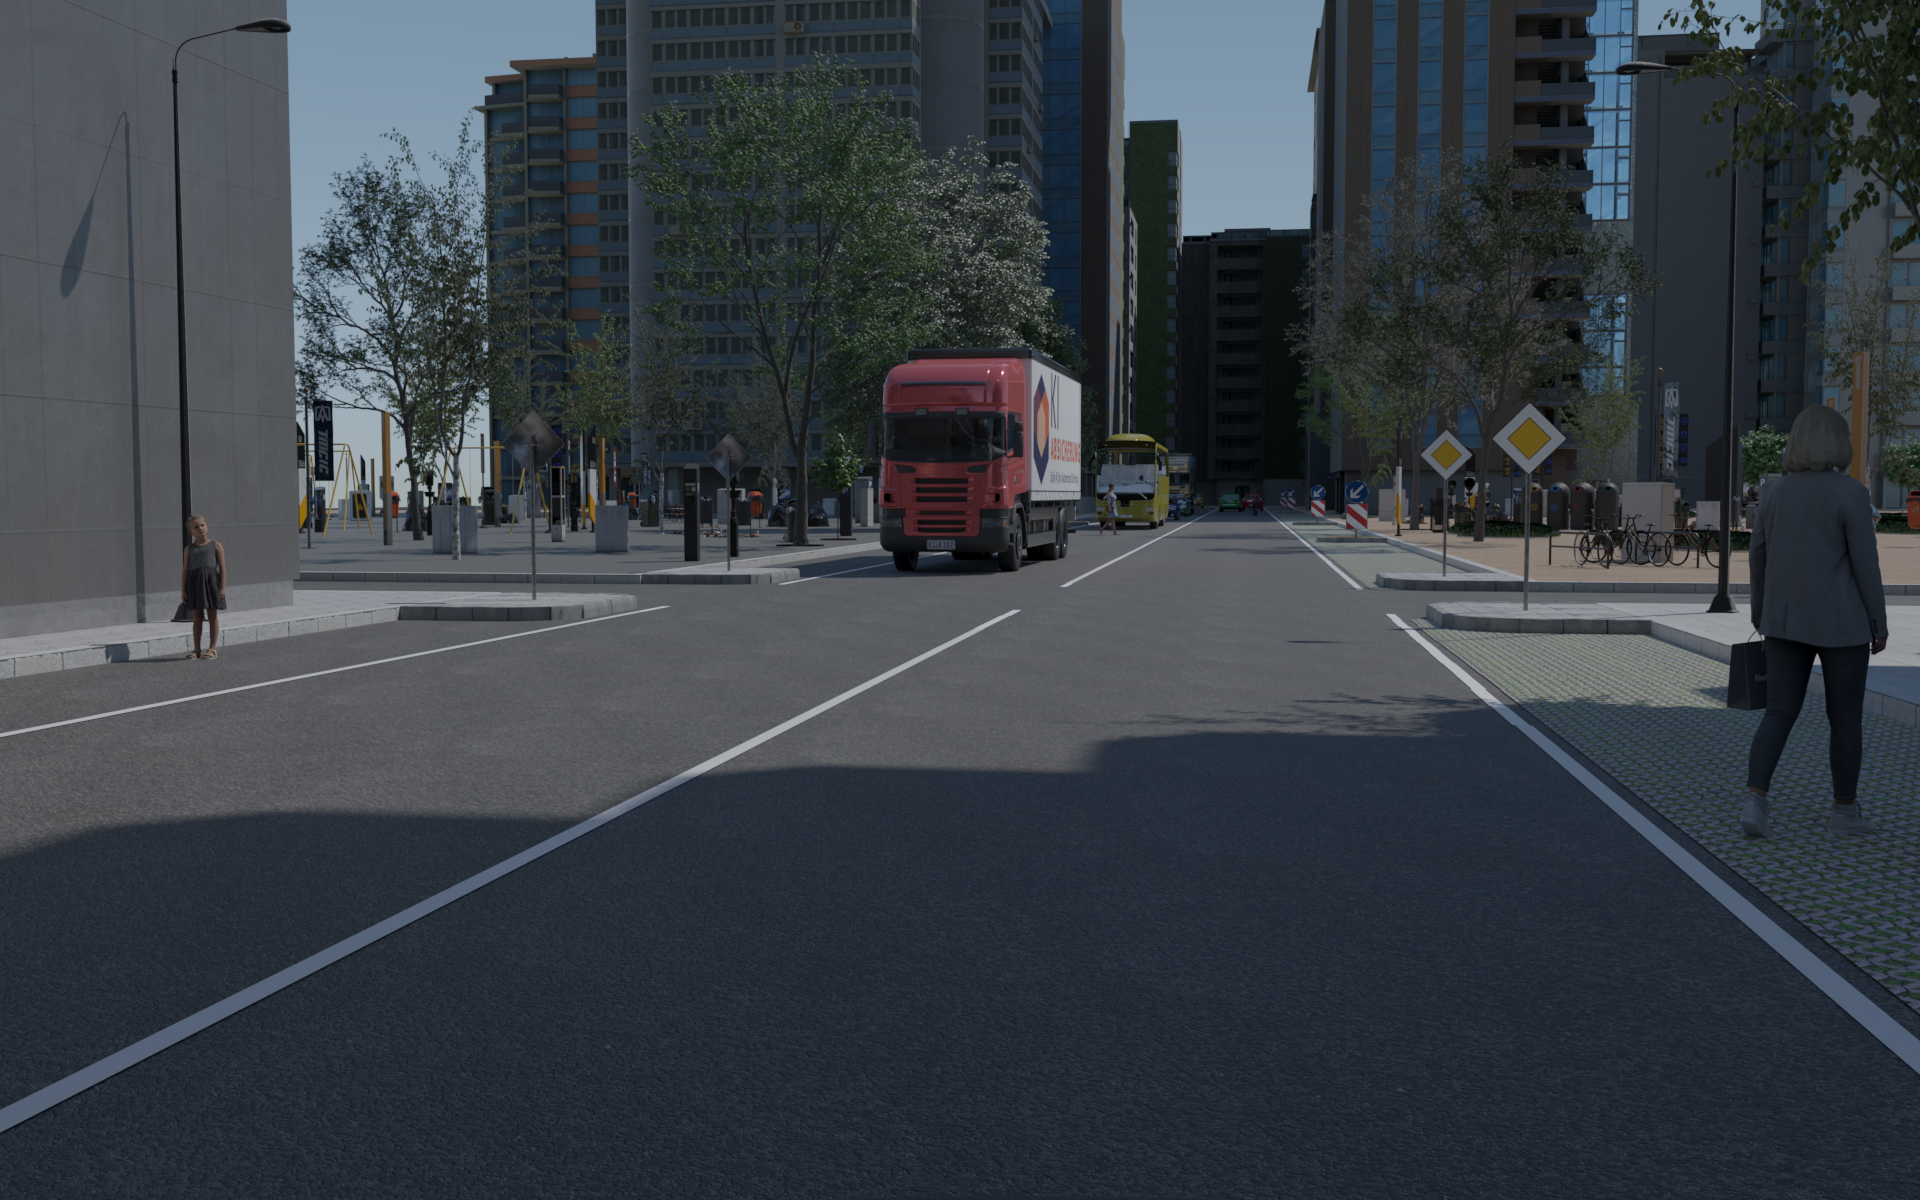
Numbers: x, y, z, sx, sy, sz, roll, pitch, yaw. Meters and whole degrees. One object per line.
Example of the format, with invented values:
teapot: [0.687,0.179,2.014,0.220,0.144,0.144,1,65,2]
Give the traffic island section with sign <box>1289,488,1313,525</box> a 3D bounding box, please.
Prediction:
traffic island section with sign: [16.286,-4.334,79.492,1.989,1.847,2.006,1,4,9]

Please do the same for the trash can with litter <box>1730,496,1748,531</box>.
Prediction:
trash can with litter: [25.964,-2.845,57.575,1.678,1.210,2.233,2,4,35]

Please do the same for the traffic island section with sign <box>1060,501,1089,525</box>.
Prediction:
traffic island section with sign: [4.943,-4.365,79.998,1.989,1.847,2.006,1,4,9]

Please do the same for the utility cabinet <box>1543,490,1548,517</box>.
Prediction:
utility cabinet: [32.052,-5.191,93.559,1.173,1.500,0.318,2,4,34]

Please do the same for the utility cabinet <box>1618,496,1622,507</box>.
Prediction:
utility cabinet: [28.723,-3.943,75.636,1.020,1.237,0.306,3,4,39]

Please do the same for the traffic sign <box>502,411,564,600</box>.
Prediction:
traffic sign: [-5.156,-1.057,20.922,0.795,2.450,0.064,1,4,9]

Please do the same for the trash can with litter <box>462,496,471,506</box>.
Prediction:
trash can with litter: [-25.968,-4.805,89.621,2.233,1.210,1.678,-2,4,-34]

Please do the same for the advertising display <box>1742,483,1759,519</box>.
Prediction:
advertising display: [40.600,-5.113,88.818,0.974,1.923,0.123,0,4,7]

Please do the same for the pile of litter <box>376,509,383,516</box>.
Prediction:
pile of litter: [-33.526,-5.308,100.754,1.176,0.858,1.719,-3,5,-44]

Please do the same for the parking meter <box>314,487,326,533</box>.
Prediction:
parking meter: [-21.403,-3.028,57.912,0.372,1.533,0.369,0,3,0]

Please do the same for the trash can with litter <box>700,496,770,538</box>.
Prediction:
trash can with litter: [-6.847,-2.476,51.532,2.233,1.210,1.678,0,4,3]

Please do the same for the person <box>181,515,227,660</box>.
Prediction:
person: [-6.572,-0.115,15.055,0.362,1.253,0.373,0,4,-4]

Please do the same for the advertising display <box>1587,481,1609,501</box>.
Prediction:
advertising display: [30.335,-4.721,82.408,0.974,1.923,0.123,0,4,7]

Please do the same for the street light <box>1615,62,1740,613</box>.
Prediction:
street light: [7.750,-2.824,18.720,1.470,5.913,1.316,1,4,9]

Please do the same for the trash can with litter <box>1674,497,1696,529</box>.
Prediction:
trash can with litter: [26.835,-3.214,63.928,1.055,1.170,0.624,0,4,-4]

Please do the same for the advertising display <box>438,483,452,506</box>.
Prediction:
advertising display: [-28.746,-5.597,96.730,0.123,1.923,0.974,2,4,31]

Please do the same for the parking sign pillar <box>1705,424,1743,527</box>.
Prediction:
parking sign pillar: [29.817,-4.840,67.612,1.447,3.967,1.447,-3,4,-37]

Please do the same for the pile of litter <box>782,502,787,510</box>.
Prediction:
pile of litter: [-9.580,-4.830,92.941,1.176,0.858,1.719,3,4,38]

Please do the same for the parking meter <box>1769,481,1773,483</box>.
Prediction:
parking meter: [15.862,-1.539,33.577,0.372,1.533,0.369,0,3,0]

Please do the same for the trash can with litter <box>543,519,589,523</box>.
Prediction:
trash can with litter: [-17.823,-4.113,78.298,2.233,1.210,1.678,1,4,15]

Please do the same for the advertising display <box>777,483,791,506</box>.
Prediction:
advertising display: [-10.746,-6.111,105.126,0.974,1.923,0.123,-2,4,-27]

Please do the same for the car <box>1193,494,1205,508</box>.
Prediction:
car: [23.943,-10.153,176.225,2.015,1.641,3.980,1,4,10]

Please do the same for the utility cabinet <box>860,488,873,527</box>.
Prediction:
utility cabinet: [-3.665,-3.622,67.893,0.318,1.500,1.173,0,4,7]

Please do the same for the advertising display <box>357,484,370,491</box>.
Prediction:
advertising display: [-38.011,-6.435,110.429,0.974,1.923,0.123,2,4,28]

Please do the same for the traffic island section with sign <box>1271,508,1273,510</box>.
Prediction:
traffic island section with sign: [28.717,-8.916,154.404,1.989,1.847,2.006,1,4,9]

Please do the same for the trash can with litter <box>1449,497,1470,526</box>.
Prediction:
trash can with litter: [17.920,-3.144,62.795,1.055,1.170,0.624,1,4,14]

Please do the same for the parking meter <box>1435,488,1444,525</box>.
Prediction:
parking meter: [19.868,-3.873,71.729,0.372,1.533,0.369,0,3,0]

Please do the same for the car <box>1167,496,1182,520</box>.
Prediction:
car: [11.255,-5.078,95.604,1.945,1.354,3.894,1,4,8]

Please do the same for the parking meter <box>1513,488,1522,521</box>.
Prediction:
parking meter: [23.332,-3.916,72.443,0.372,1.533,0.369,0,3,0]

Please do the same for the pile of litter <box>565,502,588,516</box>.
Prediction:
pile of litter: [-22.753,-5.393,102.134,1.719,0.858,1.176,0,4,-5]

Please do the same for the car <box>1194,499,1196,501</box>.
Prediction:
car: [17.605,-7.630,137.113,2.083,1.381,4.827,1,4,9]

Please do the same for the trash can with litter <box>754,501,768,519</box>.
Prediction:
trash can with litter: [-10.092,-4.734,88.785,1.055,1.170,0.624,1,4,12]

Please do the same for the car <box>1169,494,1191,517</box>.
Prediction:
car: [13.750,-6.050,110.722,2.131,1.459,4.920,1,4,11]

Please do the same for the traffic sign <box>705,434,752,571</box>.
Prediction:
traffic sign: [-3.850,-1.539,28.800,0.795,2.450,0.064,1,4,9]

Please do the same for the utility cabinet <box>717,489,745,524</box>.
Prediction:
utility cabinet: [-9.656,-3.939,73.081,1.173,1.500,0.318,1,4,21]

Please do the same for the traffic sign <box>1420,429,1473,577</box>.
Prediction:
traffic sign: [7.536,-1.422,26.898,0.795,2.450,0.064,1,4,9]

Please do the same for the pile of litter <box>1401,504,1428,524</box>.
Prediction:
pile of litter: [19.591,-3.714,74.684,1.176,0.858,1.719,1,4,19]

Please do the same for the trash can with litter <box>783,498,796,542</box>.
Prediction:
trash can with litter: [-4.473,-2.118,46.013,0.624,1.170,1.055,-2,4,-24]

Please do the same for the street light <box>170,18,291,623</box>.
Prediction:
street light: [-7.222,-2.729,17.163,1.470,5.913,1.316,1,4,9]

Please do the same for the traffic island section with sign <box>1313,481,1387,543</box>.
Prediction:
traffic island section with sign: [11.653,-2.626,51.564,1.989,1.847,2.006,1,4,9]

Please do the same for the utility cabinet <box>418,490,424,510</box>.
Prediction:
utility cabinet: [-31.754,-5.694,101.770,0.318,1.500,1.173,0,4,-6]

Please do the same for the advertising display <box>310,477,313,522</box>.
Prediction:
advertising display: [-25.139,-3.728,66.160,0.123,1.923,0.974,2,4,25]

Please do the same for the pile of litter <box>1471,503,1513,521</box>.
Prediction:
pile of litter: [25.347,-4.148,81.792,1.176,0.858,1.719,-3,5,-45]

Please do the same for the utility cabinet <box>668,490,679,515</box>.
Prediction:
utility cabinet: [-17.308,-5.874,104.717,0.318,1.500,1.173,1,4,10]

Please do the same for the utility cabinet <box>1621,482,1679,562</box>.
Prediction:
utility cabinet: [13.055,-1.479,32.857,0.318,1.500,1.173,-1,4,-14]

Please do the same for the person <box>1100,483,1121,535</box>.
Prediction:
person: [5.208,-3.158,60.232,0.778,1.811,0.616,2,4,23]

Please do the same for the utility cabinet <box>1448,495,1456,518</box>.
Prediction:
utility cabinet: [26.112,-4.944,91.988,0.306,1.237,1.020,1,4,8]

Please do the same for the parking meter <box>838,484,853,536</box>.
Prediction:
parking meter: [-3.490,-2.880,52.795,0.399,1.863,0.255,0,4,8]

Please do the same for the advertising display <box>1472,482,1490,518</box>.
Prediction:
advertising display: [27.983,-5.372,93.046,0.974,1.923,0.123,0,4,-7]

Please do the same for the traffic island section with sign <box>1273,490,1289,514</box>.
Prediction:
traffic island section with sign: [24.242,-7.267,127.444,1.989,1.847,2.006,1,4,9]

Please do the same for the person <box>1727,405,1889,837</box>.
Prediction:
person: [3.504,0.086,7.272,0.728,1.800,0.709,-2,4,-30]

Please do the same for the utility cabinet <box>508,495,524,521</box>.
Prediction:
utility cabinet: [-21.400,-4.423,83.484,0.306,1.237,1.020,-3,5,-41]

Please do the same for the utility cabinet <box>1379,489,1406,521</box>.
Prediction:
utility cabinet: [20.027,-4.380,80.284,1.173,1.500,0.318,1,4,10]

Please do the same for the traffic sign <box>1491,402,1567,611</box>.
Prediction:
traffic sign: [6.230,-0.941,19.020,0.795,2.450,0.064,1,4,9]

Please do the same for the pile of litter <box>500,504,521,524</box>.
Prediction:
pile of litter: [-19.997,-3.764,75.512,1.719,0.858,1.176,-1,4,-15]

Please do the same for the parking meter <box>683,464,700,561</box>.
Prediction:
parking meter: [-5.118,-1.673,33.058,0.255,1.863,0.399,0,4,1]

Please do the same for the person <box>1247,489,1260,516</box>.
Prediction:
person: [19.480,-6.451,114.701,0.721,1.743,1.217,-2,4,-31]

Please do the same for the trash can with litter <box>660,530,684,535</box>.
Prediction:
trash can with litter: [-8.424,-2.690,55.035,2.233,1.210,1.678,1,4,17]

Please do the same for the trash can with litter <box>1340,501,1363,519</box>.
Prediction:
trash can with litter: [19.778,-4.661,87.600,1.055,1.170,0.624,0,4,-7]
